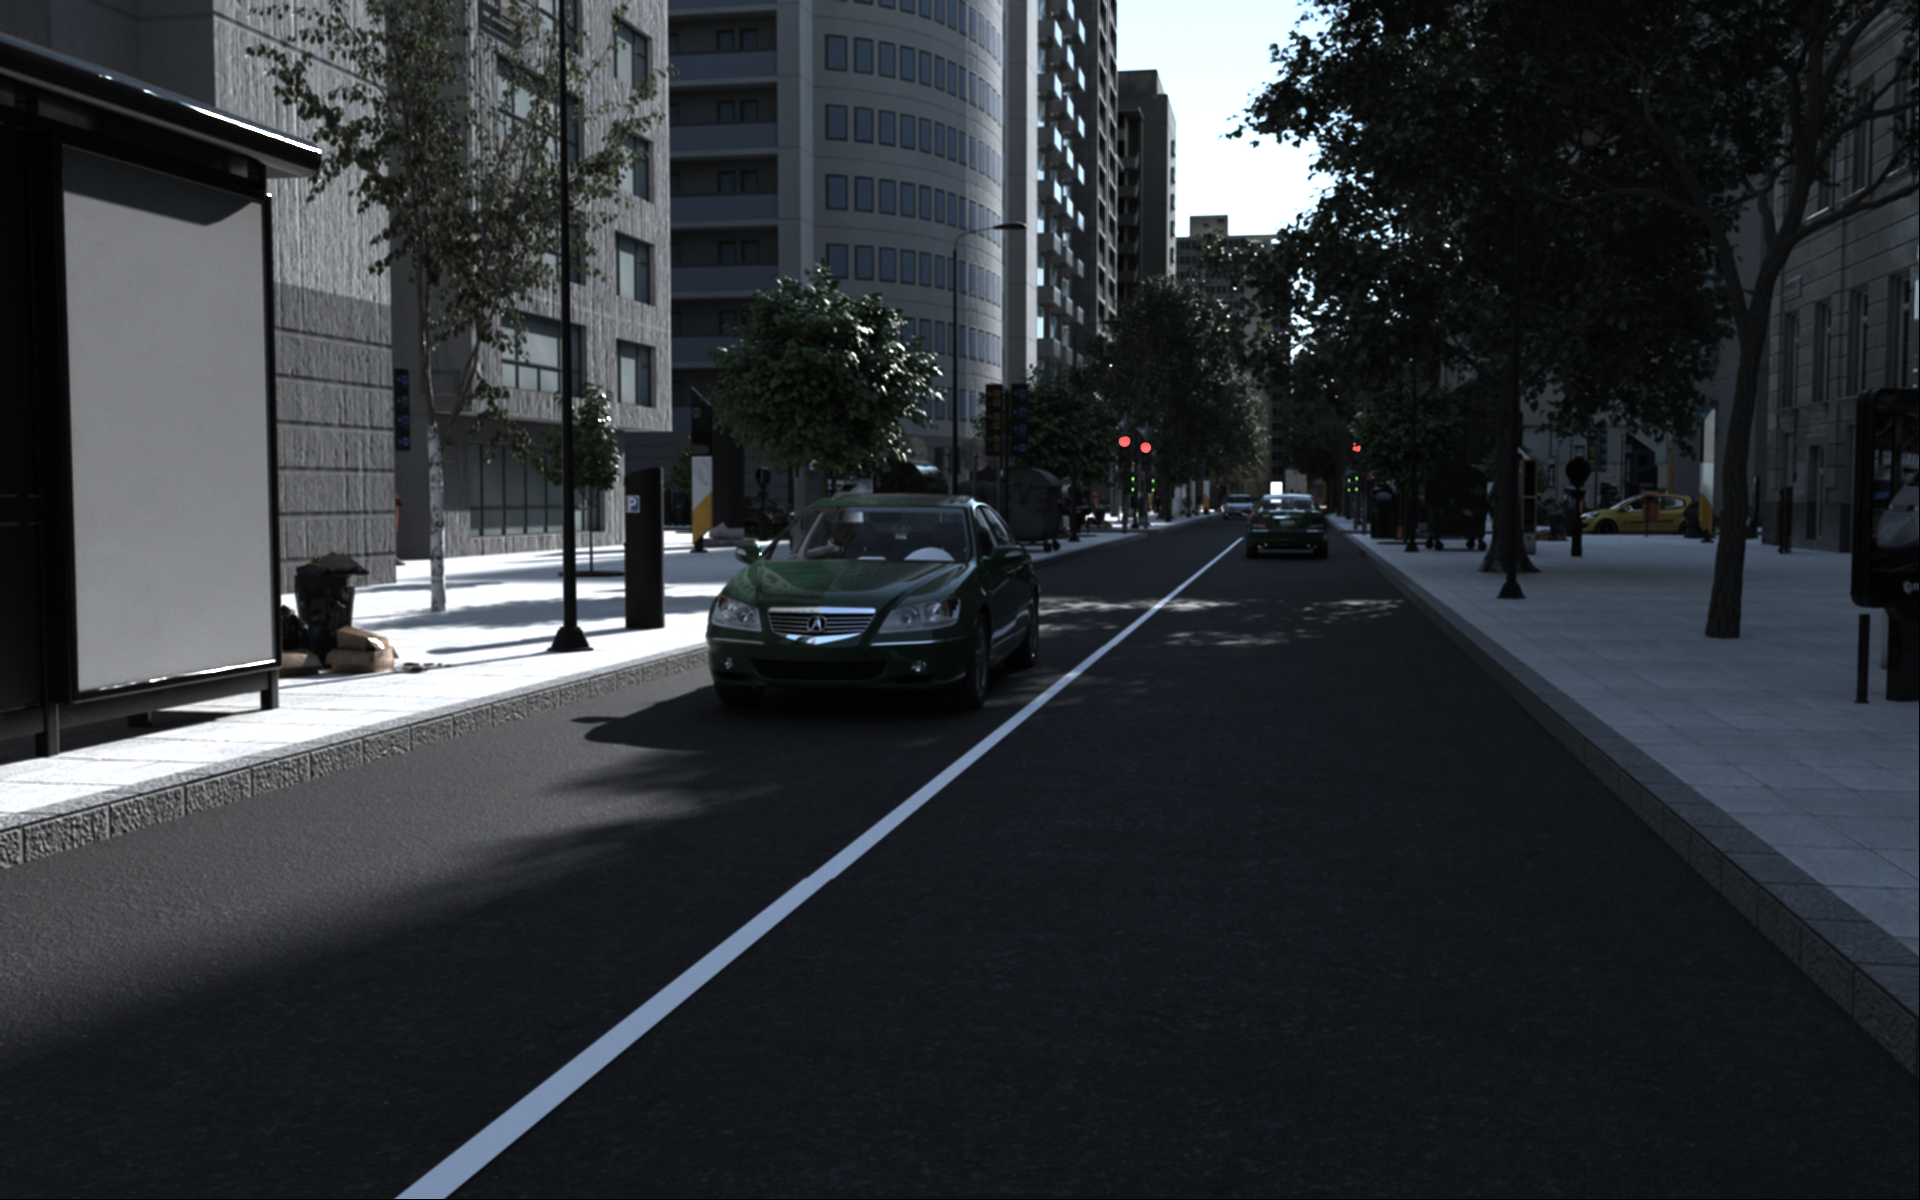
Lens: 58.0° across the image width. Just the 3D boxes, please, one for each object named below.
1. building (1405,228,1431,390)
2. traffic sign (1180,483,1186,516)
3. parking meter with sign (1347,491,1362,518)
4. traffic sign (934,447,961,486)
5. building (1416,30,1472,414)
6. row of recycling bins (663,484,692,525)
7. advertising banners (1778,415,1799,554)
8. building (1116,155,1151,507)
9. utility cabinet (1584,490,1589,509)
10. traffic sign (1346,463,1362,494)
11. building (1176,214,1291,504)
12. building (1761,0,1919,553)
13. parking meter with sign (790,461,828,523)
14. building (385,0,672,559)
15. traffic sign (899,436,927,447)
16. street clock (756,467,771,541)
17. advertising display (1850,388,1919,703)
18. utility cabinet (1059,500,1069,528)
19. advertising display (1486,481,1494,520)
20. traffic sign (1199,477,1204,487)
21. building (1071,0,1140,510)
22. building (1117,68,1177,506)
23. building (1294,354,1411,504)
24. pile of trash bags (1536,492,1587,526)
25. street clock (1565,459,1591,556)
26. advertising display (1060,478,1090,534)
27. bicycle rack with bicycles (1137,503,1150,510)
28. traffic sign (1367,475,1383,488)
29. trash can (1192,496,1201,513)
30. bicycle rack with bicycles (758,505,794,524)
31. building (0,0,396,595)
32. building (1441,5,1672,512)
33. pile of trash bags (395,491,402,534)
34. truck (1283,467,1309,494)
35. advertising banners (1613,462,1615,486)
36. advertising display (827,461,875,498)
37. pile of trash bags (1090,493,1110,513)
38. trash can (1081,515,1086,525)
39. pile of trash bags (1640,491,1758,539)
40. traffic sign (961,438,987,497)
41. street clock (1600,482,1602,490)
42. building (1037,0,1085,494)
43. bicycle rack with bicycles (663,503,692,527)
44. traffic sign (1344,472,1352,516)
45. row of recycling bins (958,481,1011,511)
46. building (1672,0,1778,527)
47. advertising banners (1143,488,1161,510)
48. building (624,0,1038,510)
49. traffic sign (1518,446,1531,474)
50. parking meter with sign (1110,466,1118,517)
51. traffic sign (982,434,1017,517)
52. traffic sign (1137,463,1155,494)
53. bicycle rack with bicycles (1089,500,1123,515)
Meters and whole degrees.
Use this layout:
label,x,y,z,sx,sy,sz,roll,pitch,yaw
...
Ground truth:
label,x,y,z,sx,sy,sz,roll,pitch,yaw
building,58.599,-34.423,182.420,23.786,49.044,30.456,1,4,11
traffic sign,13.096,-6.272,102.647,0.768,2.556,0.104,1,4,21
parking meter with sign,21.269,-5.867,92.189,1.738,3.016,0.543,-3,5,-42
traffic sign,-0.276,-2.156,37.376,0.606,2.300,0.079,1,4,19
building,52.391,-30.518,153.595,22.147,44.769,28.867,1,4,11
row of recycling bins,-11.070,-3.928,71.330,3.534,1.692,1.069,1,4,18
advertising banners,18.114,-2.546,37.818,0.090,3.025,2.074,2,4,34
building,2.870,-29.478,173.841,32.217,40.220,23.993,1,4,11
utility cabinet,36.674,-5.689,101.692,0.318,1.500,1.173,1,4,11
traffic sign,15.750,-4.215,69.018,0.768,2.556,0.104,1,4,14
building,34.819,-33.762,243.895,23.993,40.220,32.217,1,4,11
building,23.685,-14.261,30.429,12.463,27.353,25.104,1,4,11
parking meter with sign,-2.445,-1.976,28.566,0.543,3.016,1.738,-1,4,-20
building,-14.924,-21.832,40.549,14.086,41.232,14.154,1,4,11
traffic sign,-1.081,-2.330,38.198,0.768,2.556,0.104,1,4,15
street clock,-5.350,-2.602,47.116,0.358,2.002,0.471,-2,4,-33
advertising display,5.951,-0.338,10.733,0.974,1.923,0.123,-1,4,-19
utility cabinet,3.734,-3.321,65.457,1.020,1.237,0.306,1,4,13
advertising display,26.636,-4.965,86.398,0.974,1.923,0.123,-1,4,-14
traffic sign,17.833,-7.727,126.438,0.768,2.556,0.104,1,4,17
building,5.134,-43.519,149.782,20.563,71.187,20.611,1,4,11
building,13.248,-35.064,196.989,21.600,48.544,21.300,1,4,11
building,60.382,-23.997,237.384,28.899,21.520,27.650,1,4,11
pile of trash bags,24.036,-3.621,68.948,1.912,1.369,3.447,0,4,-2
street clock,12.707,-1.900,35.643,0.471,2.002,0.358,2,4,28
advertising display,3.737,-3.122,56.256,0.974,1.923,0.123,0,4,-2
bicycle rack with bicycles,12.556,-6.876,125.800,2.925,0.926,2.852,-2,4,-26
traffic sign,15.423,-3.926,64.196,0.884,2.594,0.081,1,4,15
trash can,15.885,-6.426,116.718,0.748,1.137,0.748,0,3,0
bicycle rack with bicycles,-4.866,-2.679,57.189,2.925,0.926,2.852,3,5,42
building,-21.075,-28.710,11.414,21.231,58.520,28.212,1,4,11
building,47.828,-32.317,117.625,28.713,52.752,27.495,1,4,11
pile of trash bags,-18.058,-2.619,52.581,3.447,1.369,1.912,2,4,32
truck,35.767,-11.957,184.417,2.839,4.237,11.283,1,4,11
advertising banners,36.374,-6.102,95.958,0.090,3.025,2.074,2,4,31
advertising display,-1.995,-1.569,30.865,0.974,1.923,0.123,-1,4,-13
pile of trash bags,9.439,-6.764,120.341,1.912,1.369,3.447,0,4,0
trash can,4.722,-3.517,69.159,0.748,1.137,0.748,0,3,0
pile of trash bags,21.651,-2.512,50.830,1.912,1.369,3.447,-3,5,-44
traffic sign,0.323,-2.416,39.615,0.768,2.556,0.104,1,4,19
street clock,39.017,-6.153,105.164,0.358,2.002,0.471,0,4,6
building,-3.122,-30.876,124.437,23.786,49.044,30.456,1,4,11
bicycle rack with bicycles,-11.885,-3.402,69.002,2.852,0.926,2.925,0,4,1
traffic sign,20.495,-5.547,90.796,0.768,2.556,0.104,1,4,16
row of recycling bins,0.895,-2.947,55.292,1.069,1.692,3.534,2,4,26
building,42.900,-27.525,73.730,21.600,48.544,21.300,1,4,11
advertising banners,15.344,-8.626,137.229,2.074,3.025,0.090,-1,4,-23
building,-8.523,-33.348,87.234,21.231,58.520,28.212,1,4,11
traffic sign,12.838,-2.377,40.053,0.795,2.450,0.064,1,4,19
parking meter with sign,8.761,-6.219,97.940,0.543,3.016,1.738,1,4,9
traffic sign,0.823,-2.214,36.298,0.768,2.556,0.104,1,4,17
traffic sign,7.227,-4.129,67.608,0.768,2.556,0.104,1,4,15
bicycle rack with bicycles,7.699,-5.556,104.217,2.852,0.926,2.925,-2,4,-24
